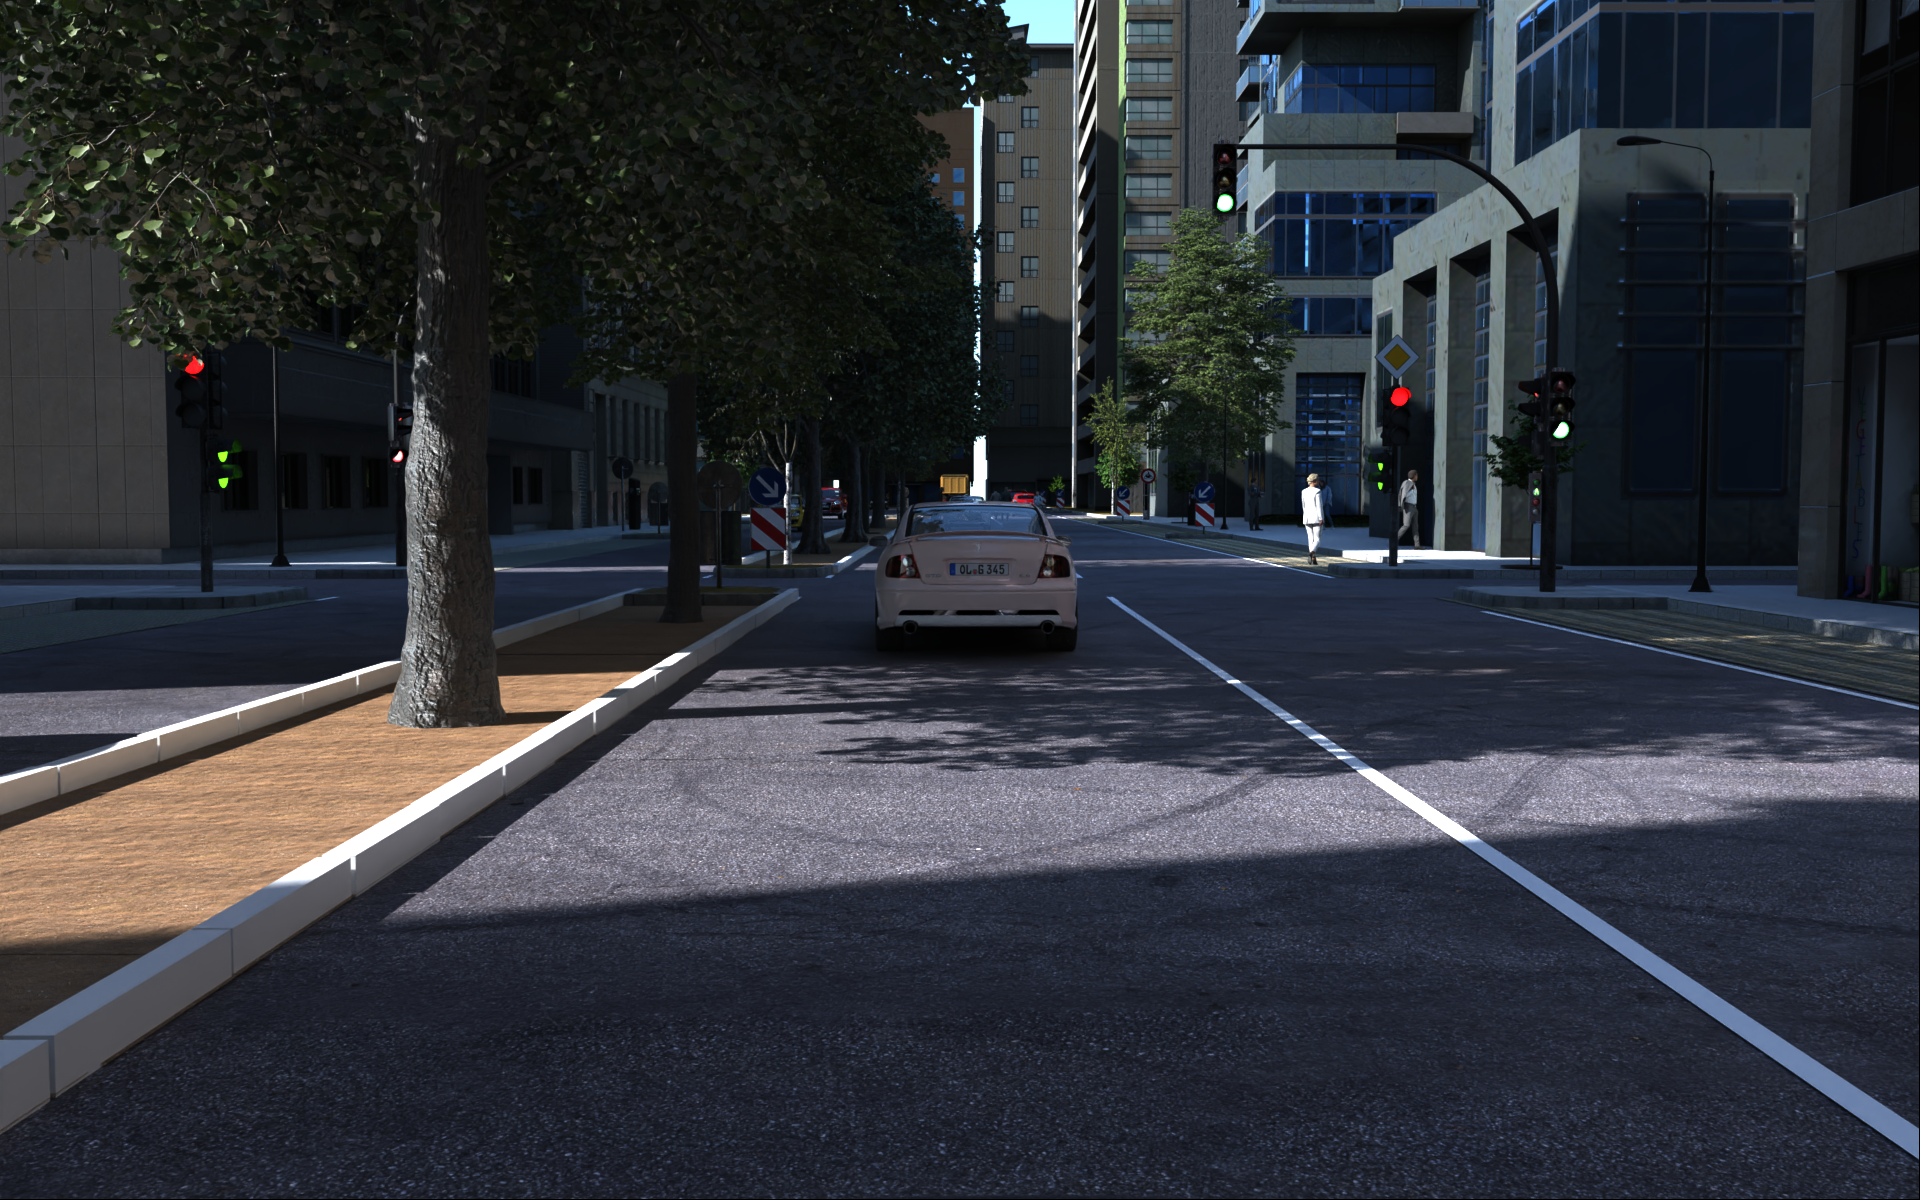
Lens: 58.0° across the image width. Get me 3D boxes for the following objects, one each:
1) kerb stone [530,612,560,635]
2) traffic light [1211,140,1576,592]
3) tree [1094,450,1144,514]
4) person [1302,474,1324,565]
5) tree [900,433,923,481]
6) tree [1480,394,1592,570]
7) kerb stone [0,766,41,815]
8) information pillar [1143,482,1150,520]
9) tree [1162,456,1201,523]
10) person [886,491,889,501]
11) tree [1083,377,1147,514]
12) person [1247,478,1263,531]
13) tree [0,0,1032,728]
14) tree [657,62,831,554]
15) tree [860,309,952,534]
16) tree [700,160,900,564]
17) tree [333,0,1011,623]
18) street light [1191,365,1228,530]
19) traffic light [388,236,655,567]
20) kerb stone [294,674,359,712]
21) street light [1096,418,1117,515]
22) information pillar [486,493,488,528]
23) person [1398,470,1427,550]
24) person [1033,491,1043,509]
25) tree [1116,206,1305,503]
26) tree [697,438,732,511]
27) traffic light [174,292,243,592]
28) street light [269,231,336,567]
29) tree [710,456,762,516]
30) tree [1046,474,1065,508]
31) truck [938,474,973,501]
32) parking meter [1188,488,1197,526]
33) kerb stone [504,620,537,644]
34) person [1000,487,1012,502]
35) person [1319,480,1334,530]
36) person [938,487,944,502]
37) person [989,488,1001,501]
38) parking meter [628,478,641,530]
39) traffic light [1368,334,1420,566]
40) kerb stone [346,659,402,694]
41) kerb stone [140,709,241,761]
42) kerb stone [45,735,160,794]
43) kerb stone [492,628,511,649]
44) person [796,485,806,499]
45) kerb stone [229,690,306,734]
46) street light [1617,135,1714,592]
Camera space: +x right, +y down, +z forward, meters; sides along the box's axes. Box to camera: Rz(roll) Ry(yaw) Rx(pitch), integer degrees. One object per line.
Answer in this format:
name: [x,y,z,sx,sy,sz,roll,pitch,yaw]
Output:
kerb stone: [-4.335,0.263,17.902,0.120,0.150,1.000,0,3,0]
traffic light: [5.603,-2.927,22.528,4.771,5.953,1.251,0,3,0]
tree: [10.456,-7.954,113.762,4.285,4.588,4.351,0,3,0]
person: [7.058,-1.611,34.716,0.514,1.842,0.818,2,4,31]
tree: [-2.879,-7.803,80.395,4.360,8.622,3.978,0,3,0]
tree: [9.831,-2.155,29.842,1.663,3.219,1.824,0,3,0]
kerb stone: [-4.313,0.889,7.666,0.120,0.150,1.000,0,3,0]
information pillar: [9.386,-5.057,87.177,0.304,2.012,0.304,0,4,-5]
tree: [9.795,-4.966,75.798,1.663,3.219,1.824,0,3,0]
person: [-6.782,-9.472,164.079,0.721,1.735,1.217,0,4,6]
tree: [9.889,-9.706,109.056,4.737,8.622,4.395,0,3,0]
person: [10.396,-3.359,60.772,0.655,1.846,0.447,-3,5,-41]
tree: [-3.228,-6.203,10.536,9.857,13.997,8.962,0,3,0]
tree: [-3.524,-7.450,41.271,9.611,12.733,9.660,0,3,0]
tree: [-3.331,-8.182,61.985,9.928,11.665,9.643,0,3,0]
tree: [-3.234,-4.864,32.340,4.360,8.622,3.978,0,3,0]
tree: [-3.188,-6.040,19.333,7.486,12.596,7.792,0,3,0]
street light: [9.038,-5.507,62.574,1.470,5.913,1.316,0,3,0]
traffic light: [-7.791,-3.424,30.646,4.771,5.953,1.251,0,3,0]
kerb stone: [-4.328,0.644,11.757,0.120,0.150,1.000,0,3,0]
street light: [8.992,-8.127,105.424,1.470,5.913,1.316,0,3,0]
information pillar: [-11.670,-2.299,42.082,0.304,2.012,0.304,-2,4,-34]
person: [10.275,-2.050,39.668,0.850,1.850,0.679,2,4,29]
person: [4.494,-5.494,100.143,0.589,1.601,0.330,2,4,28]
tree: [9.846,-9.228,69.007,7.486,12.596,7.792,0,3,0]
tree: [-12.814,-8.840,94.903,4.737,8.622,4.395,0,3,0]
traffic light: [-9.867,-2.061,22.622,0.839,4.253,0.868,0,3,0]
street light: [-11.494,-3.545,30.495,1.470,5.913,1.316,0,3,0]
tree: [-13.231,-7.188,101.242,4.285,4.588,4.351,0,3,0]
tree: [10.170,-11.521,182.973,1.663,3.219,1.824,0,3,0]
truck: [-0.472,-10.437,166.561,3.469,3.379,9.791,0,4,1]
parking meter: [9.462,-3.800,70.548,0.372,1.533,0.369,0,3,0]
kerb stone: [-4.329,0.327,16.879,0.120,0.150,1.000,0,3,0]
person: [2.446,-5.183,93.415,0.661,1.801,0.590,-1,4,-15]
person: [13.138,-3.417,62.177,0.793,1.790,0.793,2,4,23]
person: [-1.144,-4.920,89.167,0.699,1.804,1.509,2,4,27]
person: [2.009,-5.430,97.552,0.678,1.792,0.850,-1,4,-12]
parking meter: [-11.737,-3.474,62.510,0.399,1.863,0.255,2,4,32]
traffic light: [7.679,-2.553,30.658,0.839,4.253,0.868,0,3,0]
kerb stone: [-4.328,0.575,12.787,0.120,0.150,1.000,0,3,0]
kerb stone: [-4.317,0.763,9.712,0.120,0.150,1.000,0,3,0]
kerb stone: [-4.317,0.833,8.691,0.120,0.150,1.000,0,3,0]
kerb stone: [-4.322,0.389,15.857,0.120,0.150,1.000,0,3,0]
person: [-6.901,-4.079,75.296,0.635,1.810,0.391,-2,4,-28]
kerb stone: [-4.321,0.703,10.735,0.120,0.150,1.000,0,3,0]
street light: [9.203,-3.062,22.603,1.470,5.913,1.316,0,3,0]
